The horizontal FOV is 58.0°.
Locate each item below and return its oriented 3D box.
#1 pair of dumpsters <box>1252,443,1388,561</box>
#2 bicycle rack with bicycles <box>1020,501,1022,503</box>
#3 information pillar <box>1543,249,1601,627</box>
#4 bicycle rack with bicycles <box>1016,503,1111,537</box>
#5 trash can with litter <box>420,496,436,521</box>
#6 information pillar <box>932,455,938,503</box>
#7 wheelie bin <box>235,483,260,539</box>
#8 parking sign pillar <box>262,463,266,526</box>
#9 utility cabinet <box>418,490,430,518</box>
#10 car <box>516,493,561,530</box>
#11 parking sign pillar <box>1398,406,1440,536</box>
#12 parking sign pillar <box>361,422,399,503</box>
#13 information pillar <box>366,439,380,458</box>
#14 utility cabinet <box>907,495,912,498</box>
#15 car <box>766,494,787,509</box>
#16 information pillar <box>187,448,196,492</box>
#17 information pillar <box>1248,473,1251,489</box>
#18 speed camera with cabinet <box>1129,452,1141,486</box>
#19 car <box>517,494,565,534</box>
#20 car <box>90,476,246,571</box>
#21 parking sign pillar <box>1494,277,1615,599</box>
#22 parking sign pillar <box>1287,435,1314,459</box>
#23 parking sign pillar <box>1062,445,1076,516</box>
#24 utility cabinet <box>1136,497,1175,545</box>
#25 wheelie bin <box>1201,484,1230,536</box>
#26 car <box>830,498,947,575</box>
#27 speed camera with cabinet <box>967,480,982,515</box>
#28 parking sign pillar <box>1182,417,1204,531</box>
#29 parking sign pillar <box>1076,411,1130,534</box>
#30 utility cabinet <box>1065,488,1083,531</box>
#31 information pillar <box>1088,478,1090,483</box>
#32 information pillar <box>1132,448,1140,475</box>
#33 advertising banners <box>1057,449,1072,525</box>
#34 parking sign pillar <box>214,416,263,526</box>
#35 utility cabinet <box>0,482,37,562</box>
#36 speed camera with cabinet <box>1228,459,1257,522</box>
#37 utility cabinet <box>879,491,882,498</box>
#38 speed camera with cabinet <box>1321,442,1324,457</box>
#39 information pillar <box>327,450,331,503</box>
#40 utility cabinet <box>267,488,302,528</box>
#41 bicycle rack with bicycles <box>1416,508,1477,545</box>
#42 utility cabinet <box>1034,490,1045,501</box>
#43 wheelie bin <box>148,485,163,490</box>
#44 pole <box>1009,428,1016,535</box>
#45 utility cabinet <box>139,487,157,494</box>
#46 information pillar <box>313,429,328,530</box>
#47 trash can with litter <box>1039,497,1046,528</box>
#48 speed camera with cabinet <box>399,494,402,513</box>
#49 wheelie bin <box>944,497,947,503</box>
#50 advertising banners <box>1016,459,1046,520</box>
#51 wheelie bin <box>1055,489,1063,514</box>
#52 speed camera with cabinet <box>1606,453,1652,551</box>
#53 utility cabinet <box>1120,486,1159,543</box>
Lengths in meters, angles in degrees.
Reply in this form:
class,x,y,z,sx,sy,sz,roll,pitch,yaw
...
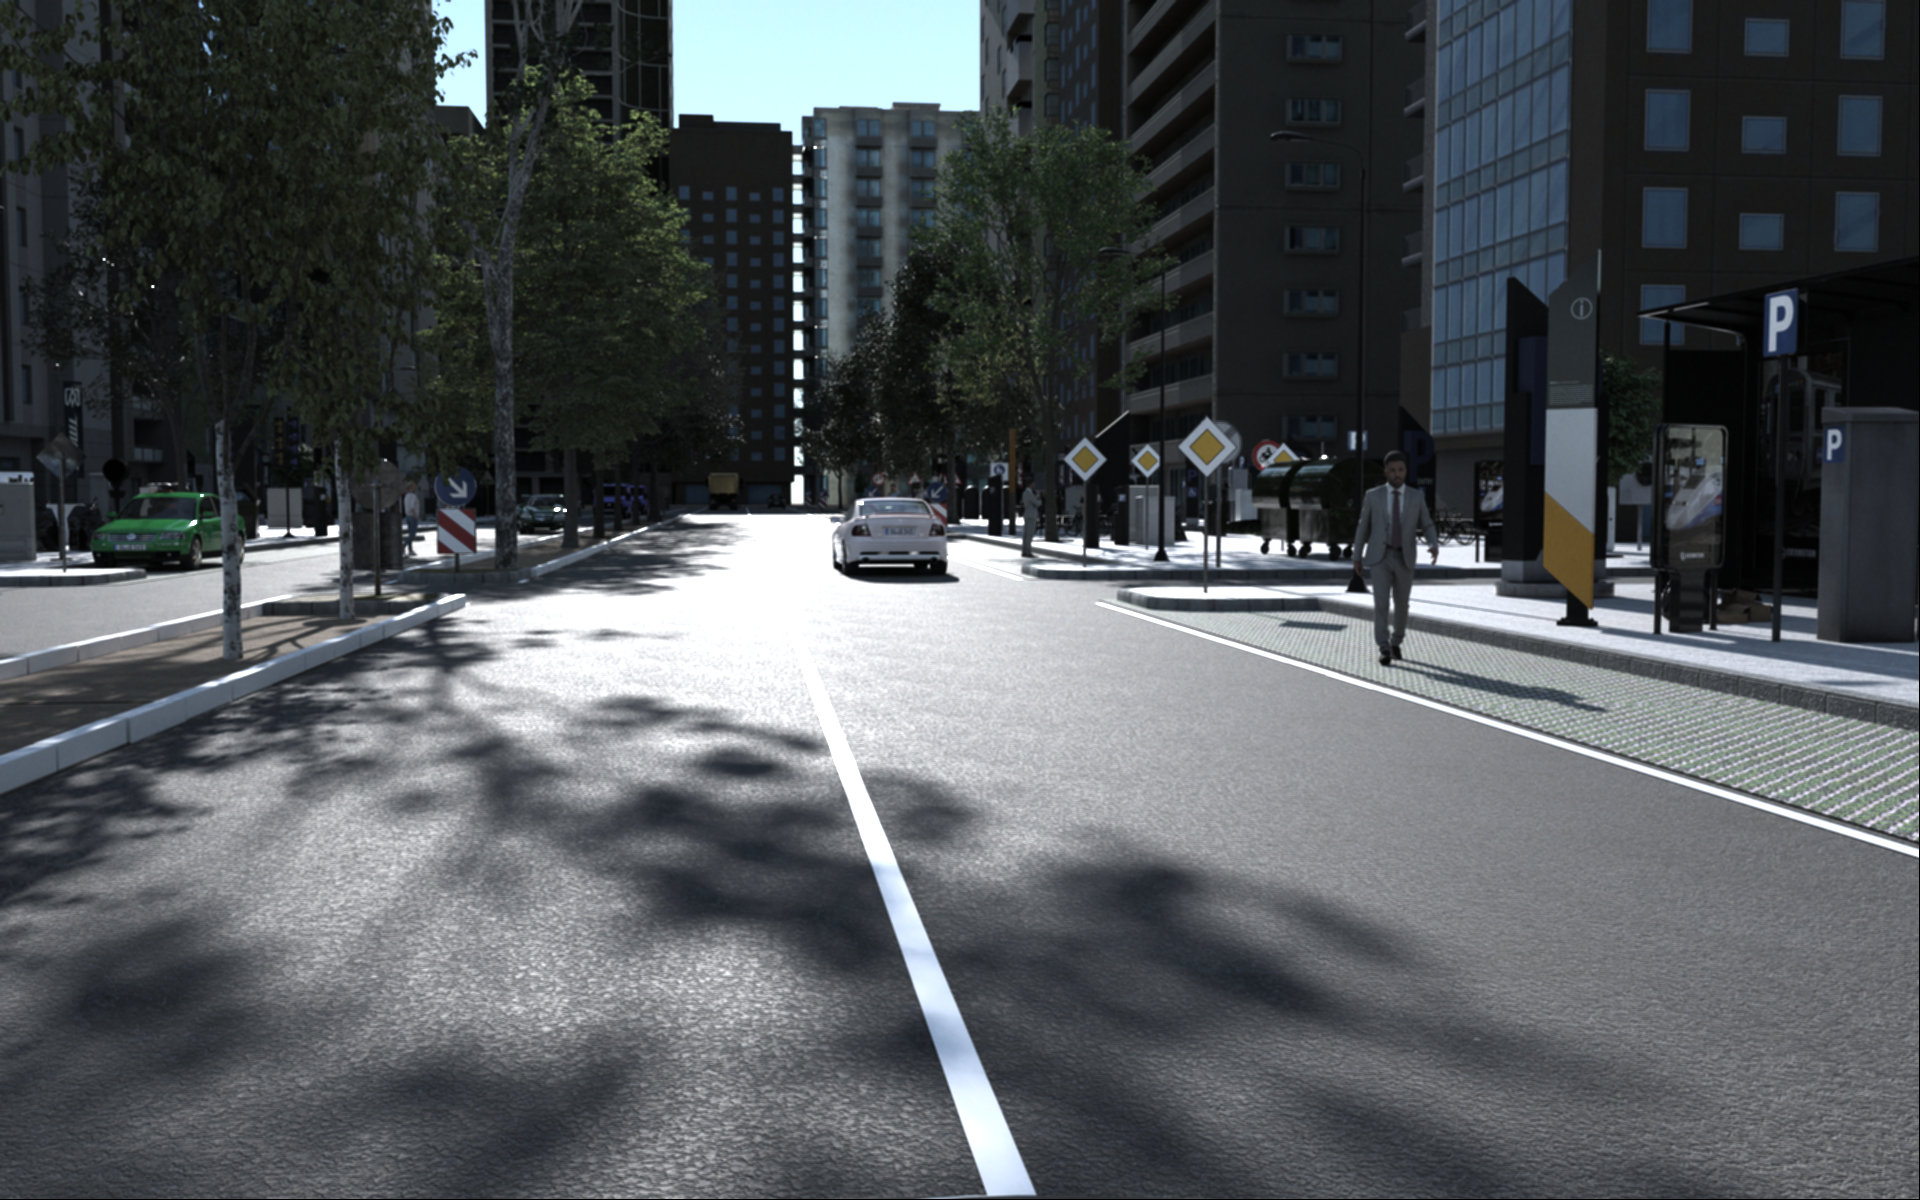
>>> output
class,x,y,z,sx,sy,sz,roll,pitch,yaw
pair of dumpsters,7.290,-1.988,35.004,1.574,2.255,4.437,0,4,-7
bicycle rack with bicycles,3.529,-3.002,62.467,2.852,0.926,2.925,1,4,9
information pillar,5.953,-1.558,16.828,0.504,3.616,0.183,3,4,38
bicycle rack with bicycles,3.693,-2.411,52.802,2.852,0.926,2.925,-2,4,-33
trash can with litter,-24.692,-4.341,82.036,2.233,1.210,1.678,-1,4,-9
information pillar,-1.190,-5.509,81.425,0.183,3.616,0.504,2,4,24
wheelie bin,-20.284,-2.526,49.201,0.693,1.594,0.980,-1,4,-13
parking sign pillar,-28.979,-5.002,70.261,1.447,3.967,1.447,-2,4,-35
utility cabinet,-28.029,-5.009,90.576,0.318,1.500,1.173,0,4,-4
car,-16.987,-3.649,69.448,2.009,1.686,4.222,-1,4,-8
parking sign pillar,14.060,-3.965,53.307,1.447,3.967,1.447,-2,4,-34
parking sign pillar,-21.680,-4.662,64.694,1.447,3.967,1.447,0,4,-7
information pillar,-20.892,-4.298,61.626,0.504,3.616,0.183,0,4,-2
utility cabinet,-2.459,-5.259,97.140,1.020,1.237,0.306,0,4,-7
car,-17.994,-9.792,169.882,2.009,1.686,4.222,0,4,-7
information pillar,-38.946,-5.897,87.767,0.504,3.616,0.183,2,4,28
information pillar,10.064,-3.472,61.263,0.304,2.012,0.304,-3,5,-42
speed camera with cabinet,7.384,-5.290,80.829,2.038,3.252,0.660,2,4,26
car,-15.237,-3.200,64.112,2.131,1.459,4.920,-1,4,-9
car,-15.228,-1.509,33.465,1.959,1.807,4.718,0,4,-7
parking sign pillar,7.488,-2.035,21.738,1.447,3.967,1.447,-1,4,-21
parking sign pillar,15.312,-5.494,78.296,1.447,3.967,1.447,3,5,41
parking sign pillar,6.310,-6.491,94.603,1.447,3.967,1.447,1,4,23
utility cabinet,4.946,-2.000,43.862,1.020,1.237,0.306,-2,4,-28
wheelie bin,7.901,-2.791,53.540,0.693,1.594,0.980,-2,4,-27
car,-1.341,-1.208,32.114,2.083,1.381,4.827,0,4,-8
speed camera with cabinet,0.789,-6.831,106.025,2.038,3.252,0.660,-1,4,-18
parking sign pillar,8.114,-4.396,60.349,1.447,3.967,1.447,1,4,9
parking sign pillar,4.844,-4.134,56.060,1.447,3.967,1.447,-2,4,-31
utility cabinet,4.095,-3.091,59.221,0.318,1.500,1.173,-3,4,-36
information pillar,6.094,-4.630,80.186,0.304,2.012,0.304,0,4,7
information pillar,8.928,-5.903,87.865,0.504,3.616,0.183,-2,4,-33
advertising banners,4.088,-4.338,67.107,0.090,3.025,2.074,1,4,20
parking sign pillar,-25.046,-4.367,59.865,1.447,3.967,1.447,-1,4,-20
utility cabinet,-18.033,-1.456,32.490,1.173,1.500,0.318,-1,4,-12
speed camera with cabinet,9.770,-4.003,59.780,0.660,3.252,2.038,0,4,-4
utility cabinet,-5.005,-5.752,102.728,0.318,1.500,1.173,2,4,24
speed camera with cabinet,14.384,-4.405,66.365,2.038,3.252,0.660,-1,4,-19
information pillar,-33.755,-6.186,92.500,0.183,3.616,0.504,1,4,9
utility cabinet,-25.107,-3.407,64.385,1.173,1.500,0.318,-1,4,-16
bicycle rack with bicycles,12.256,-1.906,44.540,2.852,0.926,2.925,-2,4,-28
utility cabinet,4.864,-5.751,102.702,1.173,1.500,0.318,0,4,6
wheelie bin,-28.624,-3.279,61.518,0.693,1.594,0.980,1,4,12
pole,1.632,-3.674,53.913,0.158,3.312,0.155,0,3,0
utility cabinet,-24.127,-2.619,51.500,0.318,1.500,1.173,-1,4,-15
information pillar,-23.124,-4.346,62.409,0.183,3.616,0.504,0,4,6
trash can with litter,3.171,-3.276,64.945,0.624,1.170,1.055,0,4,5
speed camera with cabinet,-27.545,-5.411,82.810,0.660,3.252,2.038,1,4,17
wheelie bin,-0.593,-5.091,91.139,0.980,1.594,0.693,-1,4,-16
advertising banners,3.569,-5.478,85.755,2.074,3.025,0.090,-2,4,-33
wheelie bin,5.924,-5.929,104.840,0.693,1.594,0.980,2,4,26
speed camera with cabinet,14.644,-2.726,38.909,2.038,3.252,0.660,-1,4,-11
utility cabinet,4.680,-2.215,44.896,1.173,1.500,0.318,3,4,39
